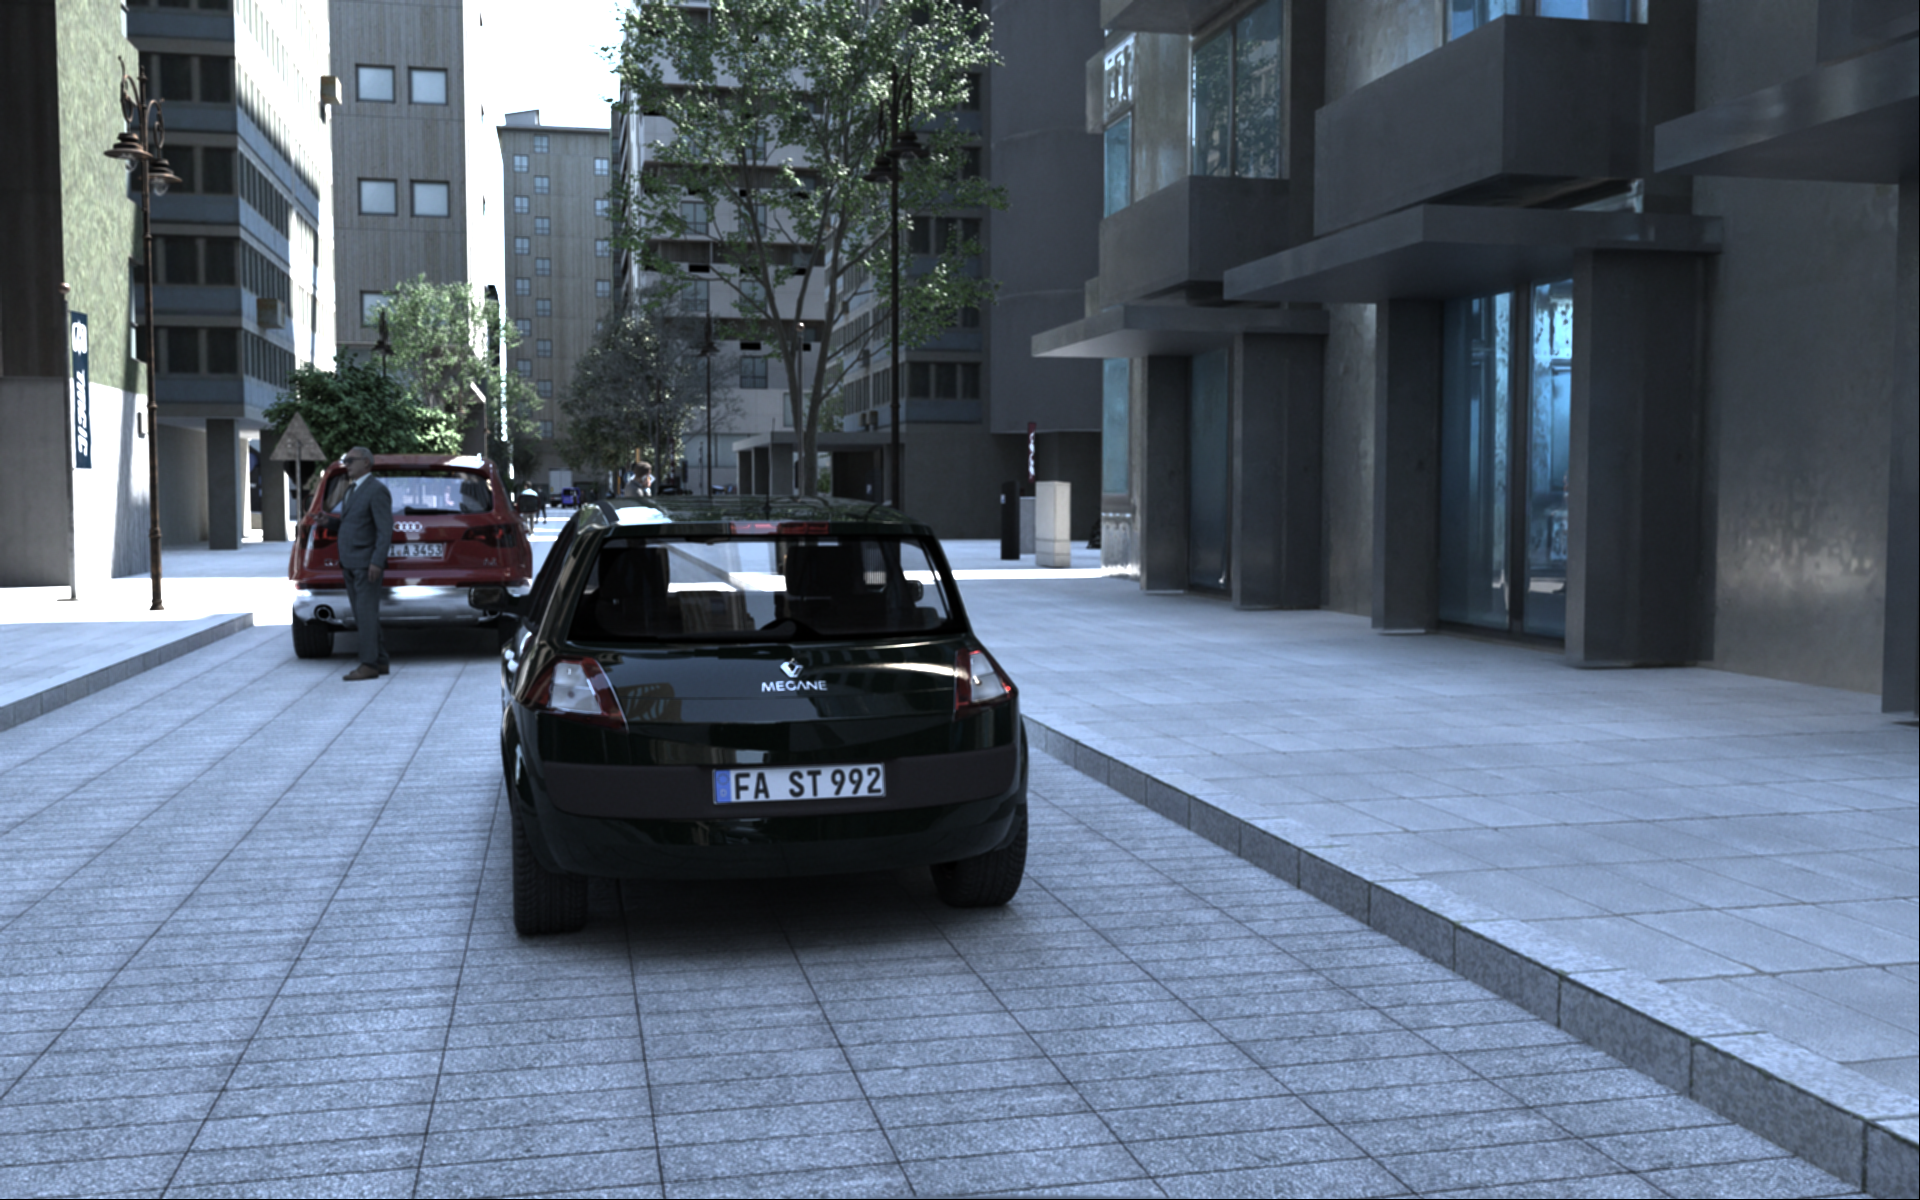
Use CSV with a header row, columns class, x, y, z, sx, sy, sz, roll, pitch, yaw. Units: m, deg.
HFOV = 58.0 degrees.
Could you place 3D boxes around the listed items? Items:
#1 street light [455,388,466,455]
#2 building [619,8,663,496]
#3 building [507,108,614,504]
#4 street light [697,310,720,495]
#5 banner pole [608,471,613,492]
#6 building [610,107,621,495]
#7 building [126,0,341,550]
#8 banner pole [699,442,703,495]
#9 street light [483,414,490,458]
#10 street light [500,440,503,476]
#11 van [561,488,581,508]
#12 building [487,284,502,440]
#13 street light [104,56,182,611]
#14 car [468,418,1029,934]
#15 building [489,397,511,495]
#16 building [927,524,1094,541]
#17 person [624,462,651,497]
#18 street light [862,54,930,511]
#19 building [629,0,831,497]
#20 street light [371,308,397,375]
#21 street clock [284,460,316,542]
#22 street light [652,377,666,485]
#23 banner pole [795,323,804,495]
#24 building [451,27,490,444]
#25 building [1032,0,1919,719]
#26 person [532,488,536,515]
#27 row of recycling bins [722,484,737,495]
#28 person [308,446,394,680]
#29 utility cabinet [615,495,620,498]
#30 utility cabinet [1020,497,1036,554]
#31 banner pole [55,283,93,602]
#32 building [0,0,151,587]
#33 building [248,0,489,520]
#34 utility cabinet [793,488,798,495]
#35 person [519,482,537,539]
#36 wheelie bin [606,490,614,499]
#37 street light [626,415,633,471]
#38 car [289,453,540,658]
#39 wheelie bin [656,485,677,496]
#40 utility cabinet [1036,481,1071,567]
class,x,y,z,sx,sy,sz,roll,pitch,yaw
street light,-21.798,-6.294,75.692,0.468,5.910,1.993,-1,4,-13
building,-22.072,-33.405,169.876,21.300,48.544,21.600,-1,4,-13
building,-51.053,-40.202,246.541,27.495,52.752,28.713,-1,4,-13
street light,-6.306,-4.326,43.520,0.468,5.910,1.993,-1,4,-13
banner pole,-29.320,-9.480,145.018,0.863,3.779,0.401,3,5,41
building,-30.415,-30.779,186.834,14.154,41.232,14.086,-1,4,-13
building,-29.568,-21.602,45.070,23.993,40.220,32.217,-1,4,-13
banner pole,-12.423,-5.692,83.080,0.401,3.779,0.863,-1,4,-18
street light,-27.302,-7.780,99.993,0.468,5.910,1.993,-1,4,-13
street light,-33.054,-9.306,124.944,0.468,5.910,1.993,-1,4,-13
van,-39.040,-10.377,174.041,2.240,2.365,5.245,-1,4,-11
building,-69.928,-28.426,236.464,14.107,30.474,14.160,-1,4,-13
street light,-8.833,-2.819,18.878,0.468,5.910,1.993,-1,4,-13
car,-1.004,0.160,7.178,2.009,1.686,4.222,-1,4,-15
building,-69.825,-54.508,203.884,31.000,86.520,22.319,-1,4,-13
building,9.276,-22.236,55.436,32.217,40.220,23.993,-1,4,-13
person,-4.160,-0.871,22.555,0.447,1.846,0.655,-2,4,-25
street light,-0.705,-2.814,18.803,0.468,5.910,1.993,-1,4,-13
building,-11.500,-33.373,134.880,28.713,52.752,27.495,-1,4,-13
street light,-14.321,-4.305,43.182,0.468,5.910,1.993,-1,4,-13
street clock,-11.356,-1.545,29.828,0.471,2.002,0.358,-3,5,-41
street light,-11.883,-5.849,68.411,0.468,5.910,1.993,-1,4,-13
banner pole,-2.360,-2.183,25.704,0.401,3.779,0.863,0,4,-4
building,-41.268,-26.890,123.240,14.154,41.232,14.086,-1,4,-13
building,14.336,-24.200,15.273,23.786,49.044,30.456,-1,4,-13
person,-29.582,-6.816,120.041,0.679,1.850,0.850,2,4,26
row of recycling bins,-8.654,-3.737,68.216,1.069,1.692,3.534,-2,4,-24
person,-4.724,-0.295,13.507,0.661,1.801,0.590,3,5,43
utility cabinet,-27.735,-7.854,139.568,1.020,1.237,0.306,-3,4,-39
utility cabinet,1.438,-1.586,37.100,1.020,1.237,0.306,-1,4,-13
banner pole,-10.649,-1.888,20.893,0.401,3.779,0.863,0,4,-4
building,-18.649,-15.153,19.448,14.160,30.474,14.107,-1,4,-13
building,-40.057,-30.853,93.688,28.713,52.752,27.495,-1,4,-13
utility cabinet,-6.710,-3.625,67.949,1.173,1.500,0.318,-1,4,-17
person,-13.690,-2.846,55.047,0.620,1.820,0.660,3,4,39
wheelie bin,-27.784,-7.936,137.656,0.693,1.594,0.980,-1,4,-16
street light,-18.941,-7.721,99.022,0.468,5.910,1.993,-1,4,-13
car,-5.237,-0.500,16.845,2.281,1.827,5.304,-1,4,-15
wheelie bin,-9.813,-3.087,58.380,0.980,1.594,0.693,-2,4,-27
utility cabinet,1.638,-1.327,30.372,0.318,1.500,1.173,-1,4,-13
